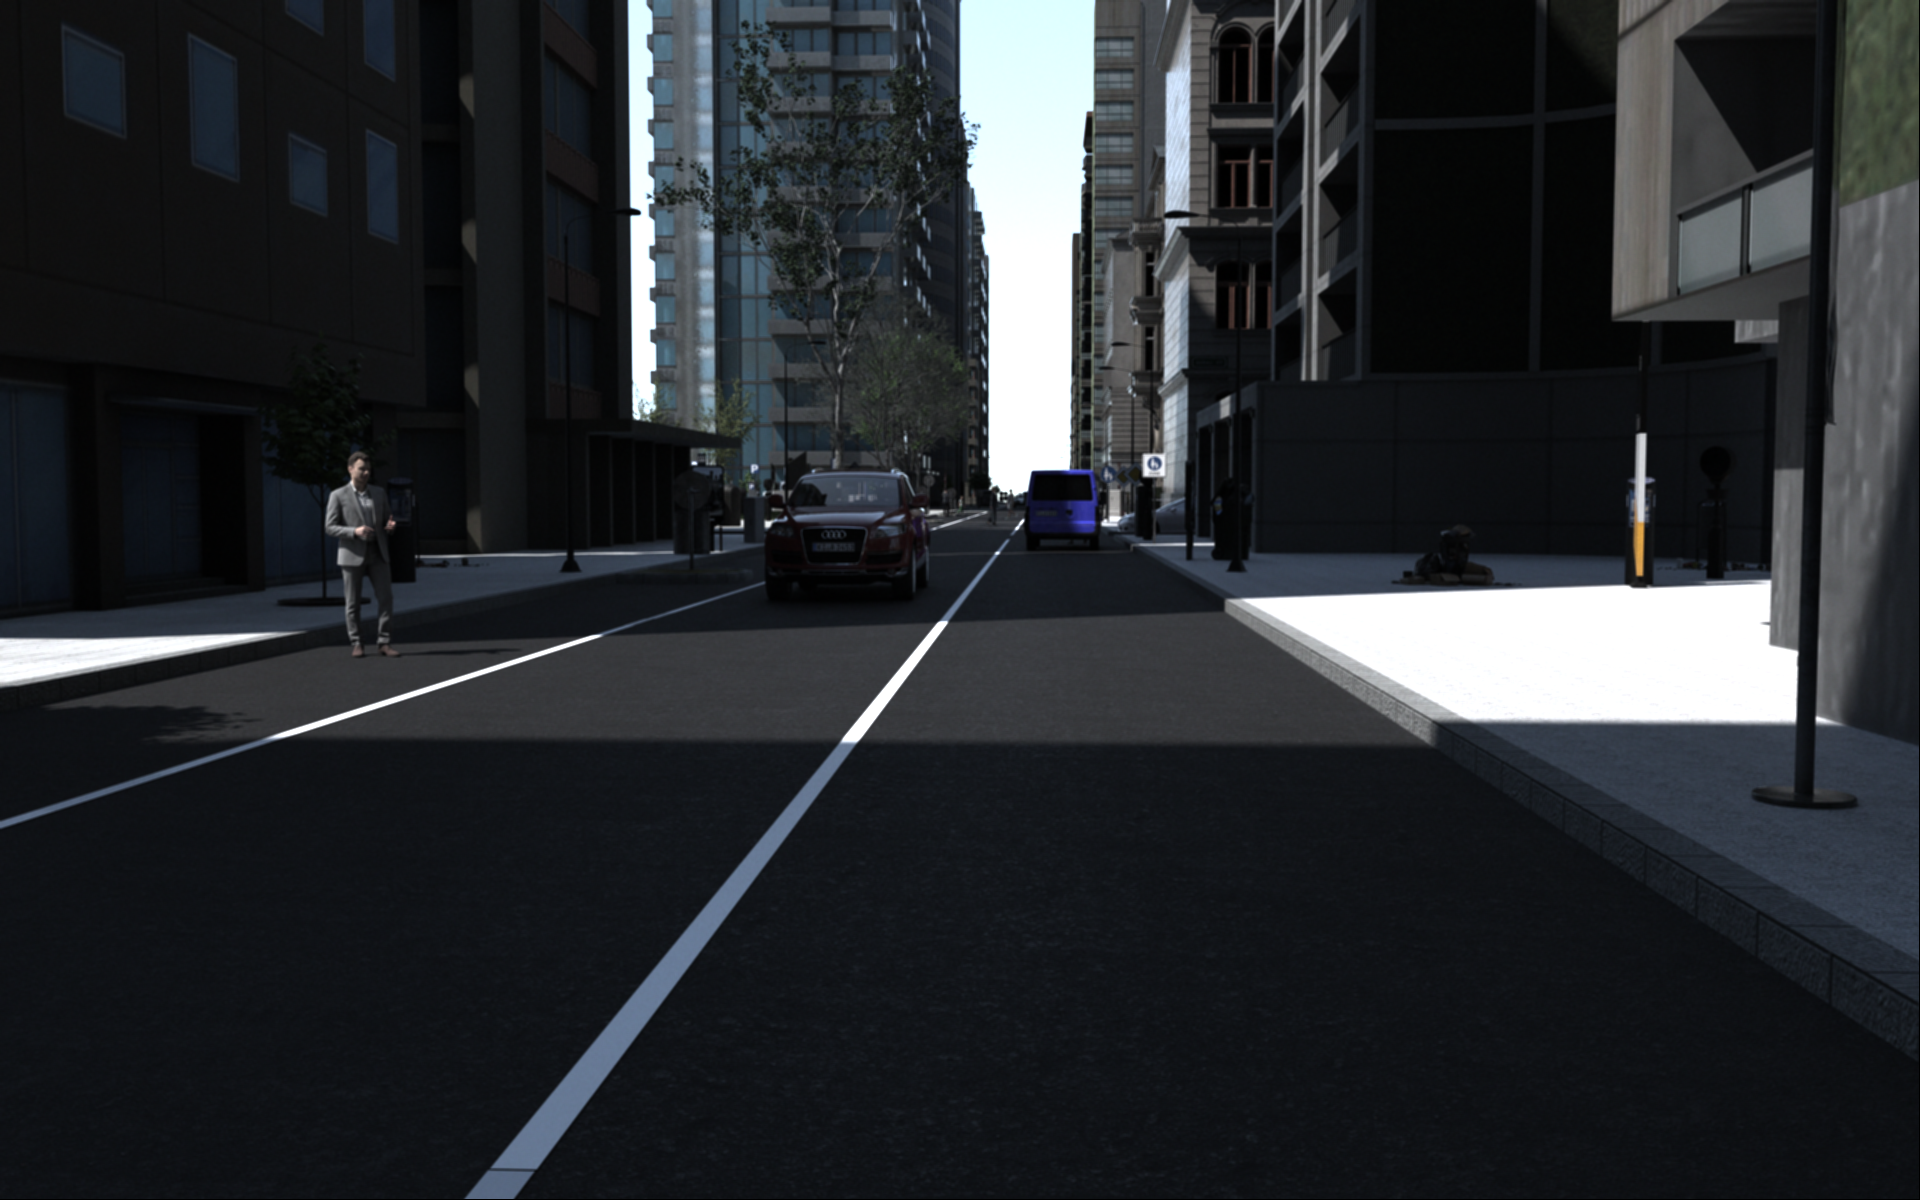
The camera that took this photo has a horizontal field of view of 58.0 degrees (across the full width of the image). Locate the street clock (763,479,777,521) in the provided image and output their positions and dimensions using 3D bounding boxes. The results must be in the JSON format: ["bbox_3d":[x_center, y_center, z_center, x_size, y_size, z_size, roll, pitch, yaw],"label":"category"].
[{"bbox_3d":[-9.152,-4.777,82.679,0.358,2.002,0.471,2,4,28],"label":"street clock"}]

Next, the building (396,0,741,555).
[{"bbox_3d":[-21.758,-23.735,42.694,28.867,44.769,22.147,0,4,3],"label":"building"}]

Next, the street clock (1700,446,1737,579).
[{"bbox_3d":[11.457,-1.324,26.216,0.358,2.002,0.471,-3,5,-43],"label":"street clock"}]

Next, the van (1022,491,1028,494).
[{"bbox_3d":[9.817,-15.135,254.460,2.013,2.044,4.112,0,4,2],"label":"van"}]

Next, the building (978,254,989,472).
[{"bbox_3d":[-2.370,-36.939,287.542,14.154,41.232,14.086,0,4,3],"label":"building"}]

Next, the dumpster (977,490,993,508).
[{"bbox_3d":[2.531,-9.758,167.763,1.865,1.857,1.264,0,4,2],"label":"dumpster"}]

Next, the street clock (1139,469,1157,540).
[{"bbox_3d":[5.240,-2.674,48.297,0.471,2.002,0.358,-2,4,-32],"label":"street clock"}]

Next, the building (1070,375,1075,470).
[{"bbox_3d":[30.951,-25.715,265.476,27.650,21.520,28.899,0,4,3],"label":"building"}]

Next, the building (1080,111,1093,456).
[{"bbox_3d":[24.855,-33.089,195.622,22.147,44.769,28.867,0,4,3],"label":"building"}]

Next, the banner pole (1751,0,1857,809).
[{"bbox_3d":[3.653,-1.058,7.318,0.401,3.779,0.863,2,4,33],"label":"banner pole"}]

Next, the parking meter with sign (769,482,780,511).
[{"bbox_3d":[-12.009,-7.063,111.747,1.738,3.016,0.543,-1,4,-20],"label":"parking meter with sign"}]

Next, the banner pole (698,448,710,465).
[{"bbox_3d":[-13.879,-6.376,94.270,0.863,3.779,0.401,-1,4,-18],"label":"banner pole"}]

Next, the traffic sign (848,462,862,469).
[{"bbox_3d":[-3.253,-3.051,53.525,0.795,2.450,0.064,0,4,3],"label":"traffic sign"}]

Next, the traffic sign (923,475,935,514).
[{"bbox_3d":[-2.045,-6.945,113.650,0.768,2.556,0.104,1,4,10],"label":"traffic sign"}]

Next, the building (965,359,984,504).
[{"bbox_3d":[-11.044,-23.932,236.321,27.650,21.520,28.899,0,4,3],"label":"building"}]

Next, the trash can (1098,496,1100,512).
[{"bbox_3d":[9.348,-6.340,115.319,0.748,1.137,0.748,0,3,0],"label":"trash can"}]

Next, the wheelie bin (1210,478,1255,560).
[{"bbox_3d":[5.332,-1.580,33.746,0.693,1.594,0.980,3,4,37],"label":"wheelie bin"}]

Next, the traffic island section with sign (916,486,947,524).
[{"bbox_3d":[-1.795,-4.618,84.135,1.989,1.847,2.006,0,4,3],"label":"traffic island section with sign"}]

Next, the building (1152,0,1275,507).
[{"bbox_3d":[19.506,-17.123,67.346,23.554,28.519,14.401,0,4,3],"label":"building"}]

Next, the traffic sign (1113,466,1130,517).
[{"bbox_3d":[5.767,-3.512,61.063,0.795,2.450,0.064,0,4,3],"label":"traffic sign"}]

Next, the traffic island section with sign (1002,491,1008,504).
[{"bbox_3d":[5.909,-14.346,243.184,1.989,1.847,2.006,0,4,3],"label":"traffic island section with sign"}]

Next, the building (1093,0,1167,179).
[{"bbox_3d":[18.143,-28.289,146.127,14.154,41.232,14.086,0,4,3],"label":"building"}]

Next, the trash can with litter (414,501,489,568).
[{"bbox_3d":[-9.359,-1.186,30.444,2.233,1.210,1.678,-2,4,-29],"label":"trash can with litter"}]

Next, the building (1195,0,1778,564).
[{"bbox_3d":[16.815,-36.770,39.441,20.563,71.187,20.611,0,4,3],"label":"building"}]

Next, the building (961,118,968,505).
[{"bbox_3d":[-6.301,-33.798,202.703,14.600,45.320,14.200,0,4,3],"label":"building"}]

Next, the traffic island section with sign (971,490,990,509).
[{"bbox_3d":[1.914,-9.318,160.984,1.989,1.847,2.006,0,4,3],"label":"traffic island section with sign"}]

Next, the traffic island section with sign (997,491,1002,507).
[{"bbox_3d":[3.255,-10.997,188.431,1.989,1.847,2.006,0,4,3],"label":"traffic island section with sign"}]

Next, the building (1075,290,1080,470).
[{"bbox_3d":[23.250,-28.892,244.087,14.160,30.474,14.107,0,4,3],"label":"building"}]

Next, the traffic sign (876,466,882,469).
[{"bbox_3d":[-2.866,-3.539,61.501,0.795,2.450,0.064,0,4,3],"label":"traffic sign"}]

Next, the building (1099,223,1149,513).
[{"bbox_3d":[15.312,-16.935,126.042,9.793,20.994,18.267,0,4,3],"label":"building"}]

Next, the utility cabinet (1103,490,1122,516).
[{"bbox_3d":[8.575,-5.489,98.423,1.173,1.500,0.318,1,4,23],"label":"utility cabinet"}]

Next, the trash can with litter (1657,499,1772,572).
[{"bbox_3d":[12.942,-1.103,29.091,1.678,1.210,2.233,-3,4,-37],"label":"trash can with litter"}]

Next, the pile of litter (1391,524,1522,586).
[{"bbox_3d":[7.044,-0.647,24.544,1.719,0.858,1.176,2,4,33],"label":"pile of litter"}]

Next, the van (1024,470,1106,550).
[{"bbox_3d":[2.747,-2.533,45.799,2.240,2.365,5.245,0,4,4],"label":"van"}]

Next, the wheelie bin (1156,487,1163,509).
[{"bbox_3d":[8.815,-4.315,78.457,0.980,1.594,0.693,0,4,-5],"label":"wheelie bin"}]

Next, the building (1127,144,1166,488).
[{"bbox_3d":[16.946,-17.126,99.089,14.460,24.649,34.723,0,4,3],"label":"building"}]

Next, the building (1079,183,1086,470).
[{"bbox_3d":[22.902,-33.400,229.689,14.154,41.232,14.086,0,4,3],"label":"building"}]

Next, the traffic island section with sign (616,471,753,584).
[{"bbox_3d":[-4.489,-1.226,28.667,1.989,1.847,2.006,0,4,3],"label":"traffic island section with sign"}]

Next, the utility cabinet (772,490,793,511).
[{"bbox_3d":[-10.568,-5.781,103.190,1.173,1.500,0.318,-1,4,-13],"label":"utility cabinet"}]

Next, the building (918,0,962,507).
[{"bbox_3d":[-11.082,-39.086,181.053,21.231,58.520,28.212,0,4,3],"label":"building"}]

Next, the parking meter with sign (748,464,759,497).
[{"bbox_3d":[-12.007,-6.351,100.098,0.543,3.016,1.738,0,4,4],"label":"parking meter with sign"}]

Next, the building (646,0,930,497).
[{"bbox_3d":[-14.228,-32.573,152.181,23.786,49.044,30.456,0,4,3],"label":"building"}]

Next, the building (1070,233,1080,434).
[{"bbox_3d":[25.374,-38.956,287.033,14.600,45.320,14.200,0,4,3],"label":"building"}]

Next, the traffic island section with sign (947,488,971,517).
[{"bbox_3d":[-0.495,-6.269,111.126,1.989,1.847,2.006,0,4,3],"label":"traffic island section with sign"}]

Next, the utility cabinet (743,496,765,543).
[{"bbox_3d":[-5.433,-2.110,45.664,0.306,1.237,1.020,-2,4,-23],"label":"utility cabinet"}]

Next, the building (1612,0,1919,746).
[{"bbox_3d":[12.033,-19.978,10.231,14.154,41.232,14.086,0,4,3],"label":"building"}]

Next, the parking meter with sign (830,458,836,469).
[{"bbox_3d":[-5.709,-5.365,83.983,0.543,3.016,1.738,-2,4,-25],"label":"parking meter with sign"}]

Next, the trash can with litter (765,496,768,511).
[{"bbox_3d":[-9.958,-4.940,91.821,1.678,1.210,2.233,2,4,33],"label":"trash can with litter"}]

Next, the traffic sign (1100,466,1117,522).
[{"bbox_3d":[6.727,-4.798,78.553,0.768,2.556,0.104,0,4,6],"label":"traffic sign"}]

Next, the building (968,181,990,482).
[{"bbox_3d":[-7.437,-39.471,264.964,23.786,49.044,30.456,0,4,3],"label":"building"}]

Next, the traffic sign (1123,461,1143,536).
[{"bbox_3d":[5.380,-3.024,53.088,0.795,2.450,0.064,0,4,3],"label":"traffic sign"}]

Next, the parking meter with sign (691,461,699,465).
[{"bbox_3d":[-13.567,-5.919,93.029,0.543,3.016,1.738,3,5,42],"label":"parking meter with sign"}]

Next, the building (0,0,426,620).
[{"bbox_3d":[-15.977,-22.649,20.415,14.600,45.320,14.200,0,4,3],"label":"building"}]
